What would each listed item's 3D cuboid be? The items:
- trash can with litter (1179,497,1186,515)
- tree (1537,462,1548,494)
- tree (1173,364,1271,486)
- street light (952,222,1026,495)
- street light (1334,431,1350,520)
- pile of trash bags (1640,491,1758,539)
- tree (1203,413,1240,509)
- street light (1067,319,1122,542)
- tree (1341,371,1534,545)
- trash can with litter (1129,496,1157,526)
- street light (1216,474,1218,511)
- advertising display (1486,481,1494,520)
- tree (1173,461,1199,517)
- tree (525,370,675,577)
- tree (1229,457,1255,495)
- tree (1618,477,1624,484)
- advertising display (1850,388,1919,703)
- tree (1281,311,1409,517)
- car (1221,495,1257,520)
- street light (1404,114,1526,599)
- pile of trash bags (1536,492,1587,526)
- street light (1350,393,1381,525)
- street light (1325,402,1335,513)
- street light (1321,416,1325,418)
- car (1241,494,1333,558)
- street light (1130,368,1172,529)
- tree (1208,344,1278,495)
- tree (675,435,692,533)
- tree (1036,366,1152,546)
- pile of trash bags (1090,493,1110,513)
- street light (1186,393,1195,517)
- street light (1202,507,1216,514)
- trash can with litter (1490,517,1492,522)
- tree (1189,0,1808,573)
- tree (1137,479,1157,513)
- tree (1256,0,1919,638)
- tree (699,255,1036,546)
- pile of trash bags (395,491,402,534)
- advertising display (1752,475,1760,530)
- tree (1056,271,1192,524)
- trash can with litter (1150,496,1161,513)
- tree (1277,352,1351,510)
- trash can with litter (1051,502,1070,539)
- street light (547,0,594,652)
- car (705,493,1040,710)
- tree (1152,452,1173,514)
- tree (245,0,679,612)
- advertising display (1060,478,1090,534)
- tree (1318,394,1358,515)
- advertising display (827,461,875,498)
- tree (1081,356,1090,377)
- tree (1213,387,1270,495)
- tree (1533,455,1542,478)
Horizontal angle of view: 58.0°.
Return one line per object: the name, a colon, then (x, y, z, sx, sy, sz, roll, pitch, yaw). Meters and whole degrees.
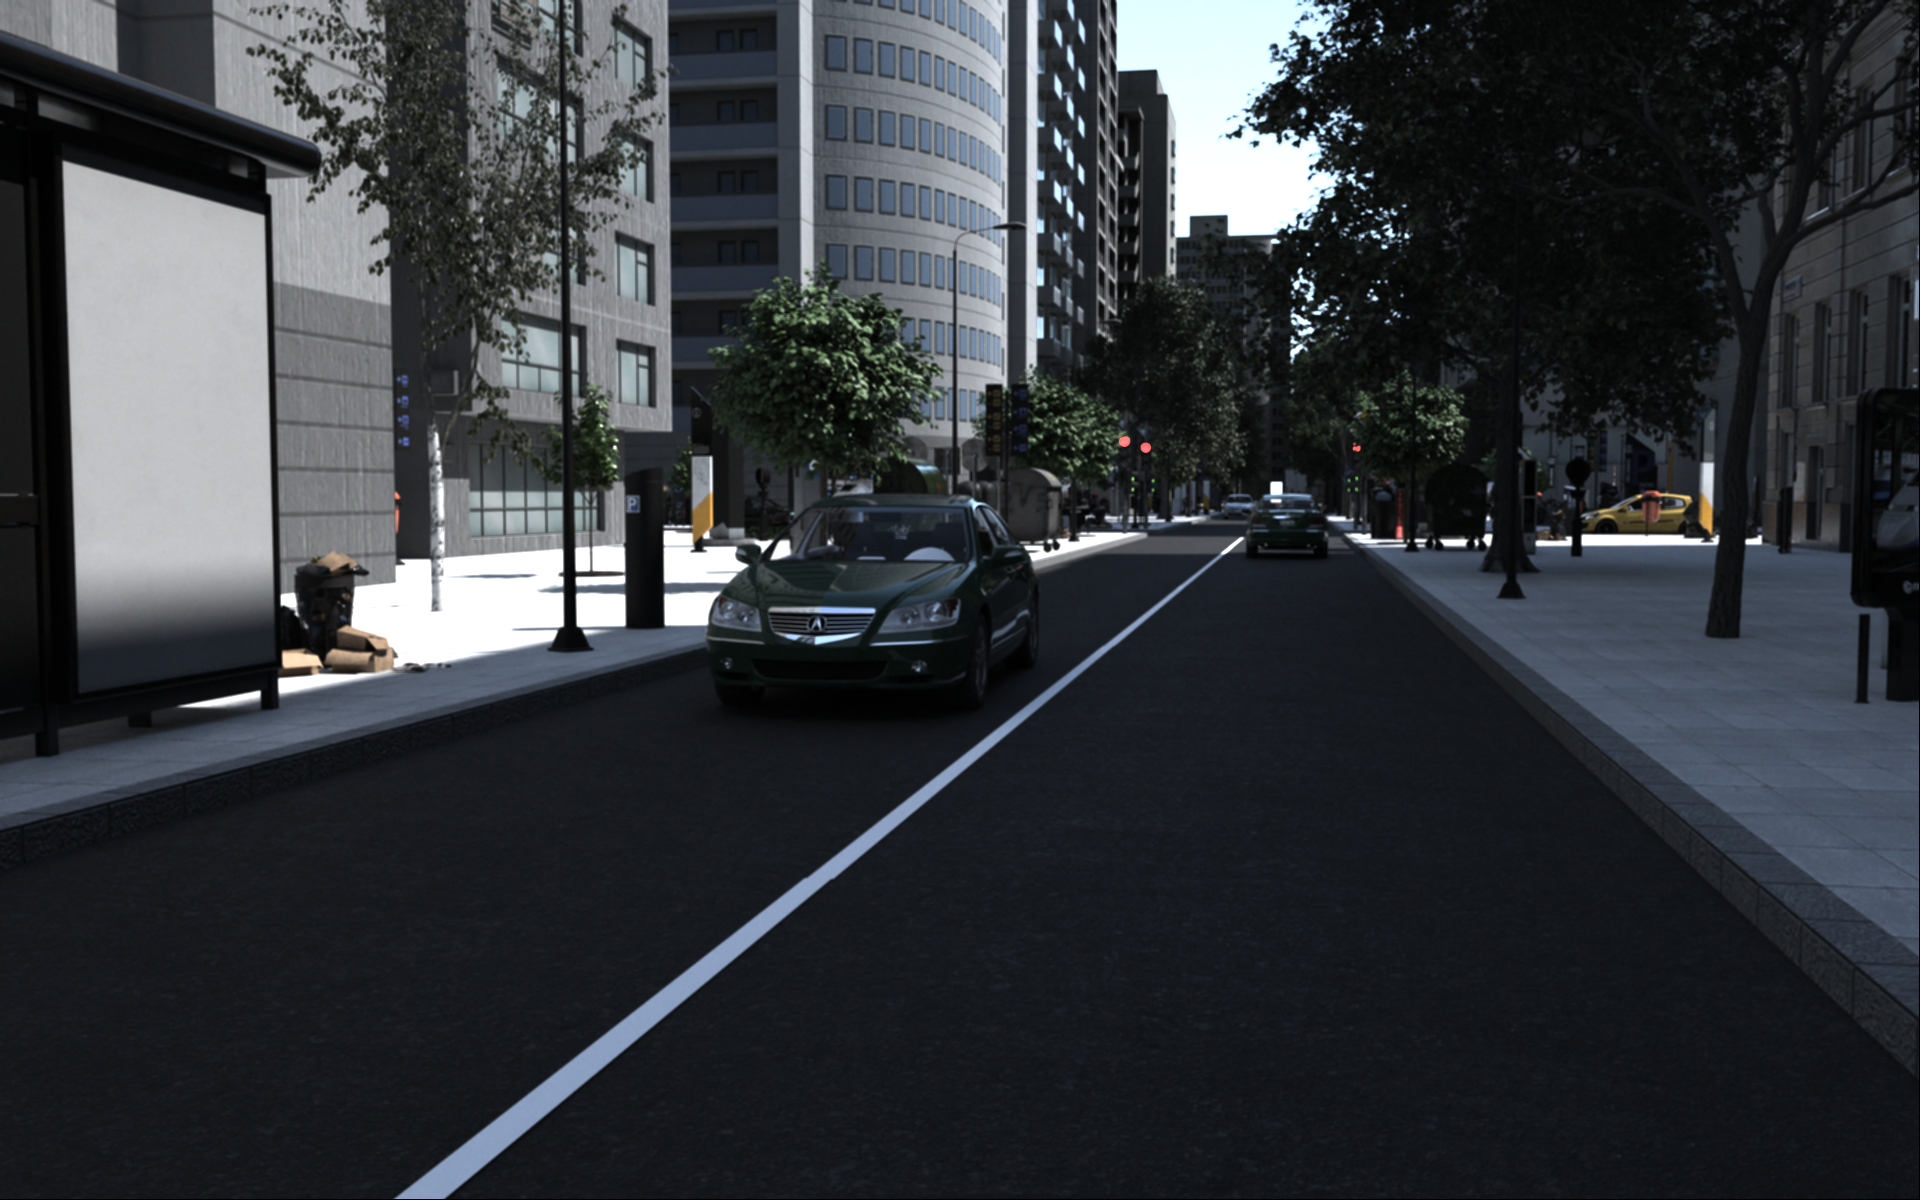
trash can with litter: (13.805, -5.813, 106.437, 0.624, 1.170, 1.055, -2, 4, -28)
tree: (34.725, -6.683, 103.868, 1.663, 3.219, 1.824, 0, 3, 0)
tree: (23.186, -15.287, 156.601, 9.857, 13.997, 8.962, 0, 3, 0)
street light: (0.441, -3.506, 29.860, 1.470, 5.913, 1.316, 1, 4, 11)
street light: (12.644, -5.012, 54.493, 1.470, 5.913, 1.316, 1, 4, 11)
pile of trash bags: (21.651, -2.512, 50.830, 1.912, 1.369, 3.447, -3, 5, -44)
tree: (20.219, -11.432, 137.271, 4.737, 8.622, 4.395, 0, 3, 0)
street light: (3.602, -4.512, 46.316, 1.470, 5.913, 1.316, 1, 4, 11)
tree: (11.403, -3.714, 44.430, 4.285, 4.588, 4.351, 0, 3, 0)
trash can with litter: (7.198, -3.637, 70.523, 1.678, 1.210, 2.233, 1, 4, 17)
street light: (16.462, -8.543, 112.227, 1.470, 5.913, 1.316, 1, 4, 11)
advertising display: (26.636, -4.965, 86.398, 0.974, 1.923, 0.123, -1, 4, -14)
tree: (12.072, -7.084, 99.536, 4.285, 4.588, 4.351, 0, 3, 0)
tree: (-5.780, -2.001, 27.315, 1.663, 3.219, 1.824, 0, 3, 0)
tree: (32.013, -15.311, 200.697, 4.360, 8.622, 3.978, 0, 3, 0)
tree: (40.837, -6.712, 104.340, 1.663, 3.219, 1.824, 0, 3, 0)
advertising display: (5.951, -0.338, 10.733, 0.974, 1.923, 0.123, -1, 4, -19)
tree: (21.767, -10.533, 97.971, 9.928, 11.665, 9.643, 0, 3, 0)
car: (15.846, -5.276, 98.266, 2.014, 1.417, 4.499, 1, 4, 9)
street light: (6.260, -2.980, 21.268, 1.470, 5.913, 1.316, 1, 4, 11)
pile of trash bags: (24.036, -3.621, 68.948, 1.912, 1.369, 3.447, 0, 4, -2)
street light: (9.512, -4.029, 38.419, 1.470, 5.913, 1.316, 1, 4, 11)
street light: (15.921, -6.048, 71.428, 1.470, 5.913, 1.316, 1, 4, 11)
street light: (19.083, -7.023, 87.363, 1.470, 5.913, 1.316, 1, 4, 11)
car: (7.596, -1.742, 40.282, 2.131, 1.459, 4.920, 1, 4, 10)
street light: (7.012, -5.582, 63.808, 1.470, 5.913, 1.316, 1, 4, 11)
tree: (33.501, -21.931, 214.466, 12.611, 20.169, 13.585, 0, 3, 0)
tree: (-9.002, -3.817, 57.008, 1.663, 3.219, 1.824, 0, 3, 0)
tree: (1.900, -3.658, 43.528, 4.285, 4.588, 4.351, 0, 3, 0)
pile of trash bags: (9.439, -6.764, 120.341, 1.912, 1.369, 3.447, 0, 4, 0)
street light: (10.156, -6.558, 79.767, 1.470, 5.913, 1.316, 1, 4, 11)
street light: (13.205, -7.534, 95.725, 1.470, 5.913, 1.316, 1, 4, 11)
trash can with litter: (25.194, -4.234, 80.284, 1.678, 1.210, 2.233, -1, 4, -9)
tree: (8.937, -6.795, 28.113, 9.611, 12.733, 9.660, 0, 3, 0)
tree: (12.459, -7.531, 117.738, 1.663, 3.219, 1.824, 0, 3, 0)
tree: (6.743, -4.921, 14.874, 8.767, 10.594, 7.601, 1, 4, 12)
tree: (-1.867, -2.458, 23.904, 4.285, 4.588, 4.351, 0, 3, 0)
pile of trash bags: (-18.058, -2.619, 52.581, 3.447, 1.369, 1.912, 2, 4, 32)
advertising display: (27.589, -3.353, 60.038, 0.123, 1.923, 0.974, 1, 4, 19)
tree: (7.225, -8.467, 72.842, 7.601, 10.594, 8.767, 3, 5, 40)
trash can with litter: (13.137, -6.311, 114.580, 1.055, 1.170, 0.624, -3, 5, -39)
tree: (30.389, -14.363, 141.485, 9.857, 13.997, 8.962, 0, 3, 0)
trash can with litter: (2.705, -2.327, 49.440, 0.624, 1.170, 1.055, 2, 4, 31)
street light: (-2.665, -2.531, 13.915, 1.470, 5.913, 1.316, 1, 4, 11)
car: (-0.494, -0.082, 13.146, 2.131, 1.459, 4.920, 1, 4, 10)
tree: (3.512, -4.206, 52.475, 4.285, 4.588, 4.351, 0, 3, 0)
tree: (-5.459, -4.176, 18.638, 4.360, 8.622, 3.978, 0, 3, 0)
advertising display: (3.737, -3.122, 56.256, 0.974, 1.923, 0.123, 0, 4, -2)
tree: (23.880, -9.550, 106.497, 4.360, 8.622, 3.978, 0, 3, 0)
advertising display: (-1.995, -1.569, 30.865, 0.974, 1.923, 0.123, -1, 4, -13)
tree: (10.349, -10.446, 87.799, 9.611, 12.733, 9.660, 0, 3, 0)
tree: (28.685, -16.108, 181.496, 7.486, 12.596, 7.792, 0, 3, 0)
tree: (31.543, -7.059, 99.120, 4.285, 4.588, 4.351, 0, 3, 0)
